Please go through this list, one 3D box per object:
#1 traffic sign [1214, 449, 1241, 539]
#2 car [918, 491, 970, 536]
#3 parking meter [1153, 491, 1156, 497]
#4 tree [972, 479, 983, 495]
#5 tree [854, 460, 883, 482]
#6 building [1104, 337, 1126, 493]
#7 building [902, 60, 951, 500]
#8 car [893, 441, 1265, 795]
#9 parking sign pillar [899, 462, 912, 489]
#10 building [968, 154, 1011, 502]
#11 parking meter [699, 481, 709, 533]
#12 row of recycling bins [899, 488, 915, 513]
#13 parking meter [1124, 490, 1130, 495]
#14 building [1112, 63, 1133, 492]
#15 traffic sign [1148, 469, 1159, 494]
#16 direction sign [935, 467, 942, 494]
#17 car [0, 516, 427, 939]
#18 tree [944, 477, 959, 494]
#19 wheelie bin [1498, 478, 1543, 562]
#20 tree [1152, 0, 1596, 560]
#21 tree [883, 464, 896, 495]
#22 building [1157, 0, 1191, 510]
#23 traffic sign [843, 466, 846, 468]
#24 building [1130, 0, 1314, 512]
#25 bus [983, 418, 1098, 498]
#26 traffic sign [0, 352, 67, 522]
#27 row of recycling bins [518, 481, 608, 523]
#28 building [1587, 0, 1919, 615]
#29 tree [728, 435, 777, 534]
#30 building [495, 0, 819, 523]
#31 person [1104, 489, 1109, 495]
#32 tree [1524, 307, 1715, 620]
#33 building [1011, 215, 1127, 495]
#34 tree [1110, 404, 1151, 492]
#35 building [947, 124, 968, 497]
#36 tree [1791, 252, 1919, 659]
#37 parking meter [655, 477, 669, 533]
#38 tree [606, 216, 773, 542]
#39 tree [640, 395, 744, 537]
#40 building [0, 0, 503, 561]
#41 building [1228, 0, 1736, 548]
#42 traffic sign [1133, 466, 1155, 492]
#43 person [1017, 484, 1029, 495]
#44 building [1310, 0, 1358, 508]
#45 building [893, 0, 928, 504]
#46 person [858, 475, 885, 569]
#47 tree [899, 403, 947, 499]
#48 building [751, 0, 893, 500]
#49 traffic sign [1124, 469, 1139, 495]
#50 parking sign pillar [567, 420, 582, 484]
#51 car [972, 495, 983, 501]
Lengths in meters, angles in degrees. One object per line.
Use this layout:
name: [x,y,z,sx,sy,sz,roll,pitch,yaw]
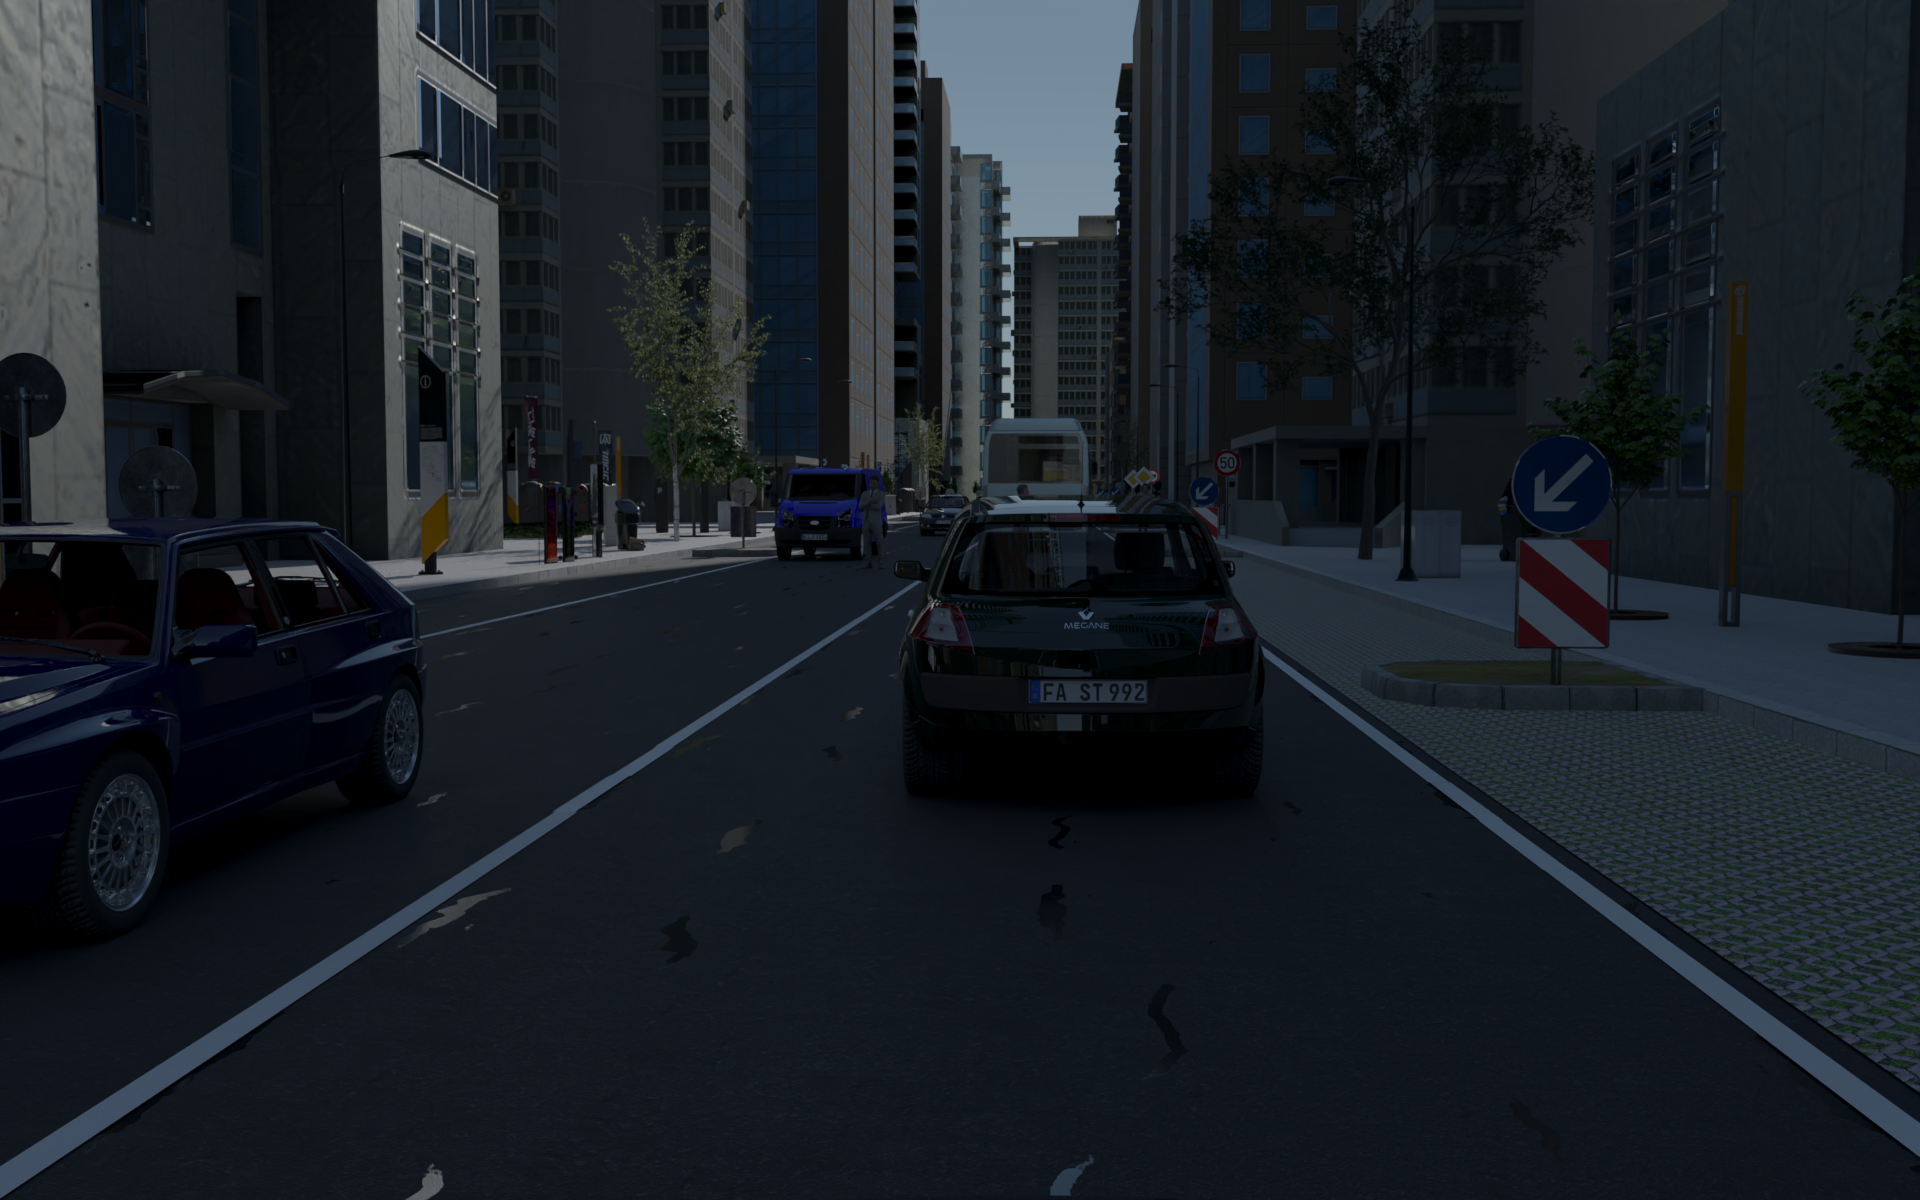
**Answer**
traffic sign: [7.618,-3.018,49.447,0.768,2.556,0.104,0,4,5]
car: [-0.420,-3.114,60.700,2.009,1.686,4.222,0,4,4]
parking meter: [10.923,-5.495,98.256,0.372,1.533,0.369,0,3,0]
tree: [2.000,-13.623,217.329,1.663,3.219,1.824,0,3,0]
tree: [-5.788,-6.385,98.990,1.663,3.219,1.824,0,3,0]
building: [31.324,-21.993,204.623,27.650,21.520,28.899,0,4,3]
building: [-8.306,-32.635,183.693,14.600,45.320,14.200,0,4,3]
car: [0.602,0.008,9.660,2.009,1.686,4.222,0,4,1]
parking sign pillar: [-4.558,-9.518,144.083,1.447,3.967,1.447,2,4,34]
building: [-8.107,-38.051,241.740,30.456,49.044,23.786,0,4,3]
parking meter: [-8.473,-3.160,57.380,0.255,1.863,0.399,-1,4,-19]
row of recycling bins: [-3.824,-7.027,122.007,1.069,1.692,3.534,0,4,7]
parking meter: [11.421,-6.739,118.588,0.372,1.533,0.369,0,3,0]
building: [26.744,-31.820,174.881,22.147,44.769,28.867,0,4,3]
traffic sign: [9.619,-5.309,86.908,0.768,2.556,0.104,0,4,7]
direction sign: [-1.819,-9.398,145.654,0.379,3.537,0.876,-3,5,-40]
car: [-3.506,0.352,6.831,1.945,1.354,3.894,0,4,2]
tree: [-0.657,-11.044,175.176,1.663,3.219,1.824,0,3,0]
wheelie bin: [10.753,-1.534,32.993,0.980,1.594,0.693,-1,4,-19]
tree: [7.886,-6.048,33.290,8.767,10.594,7.601,0,4,6]
tree: [-4.731,-7.075,110.282,1.663,3.219,1.824,0,3,0]
building: [21.986,-34.063,98.921,21.231,58.520,28.212,0,4,3]
traffic sign: [-4.186,-3.615,62.755,0.795,2.450,0.064,0,4,3]
building: [22.384,-30.752,152.900,14.600,45.320,14.200,0,4,3]
bus: [2.370,-3.287,48.607,2.948,3.499,13.247,0,4,5]
traffic sign: [-8.415,-0.948,15.605,0.768,2.556,0.104,0,4,5]
row of recycling bins: [-13.045,-3.059,57.136,1.069,1.692,3.534,3,4,39]
building: [20.739,-42.658,10.129,22.319,86.520,31.000,0,4,3]
tree: [-7.002,-3.759,56.056,1.663,3.219,1.824,0,3,0]
building: [-23.178,-23.939,83.282,32.217,40.220,23.993,0,4,3]
person: [9.562,-6.258,111.168,0.716,1.782,0.532,1,4,16]
tree: [6.868,-1.438,18.119,1.663,3.219,1.824,0,3,0]
building: [19.278,-33.786,244.289,23.993,40.220,32.217,0,4,3]
tree: [13.993,-11.586,139.786,4.360,8.622,3.978,0,3,0]
building: [-15.163,-36.103,209.888,30.456,49.044,23.786,0,4,3]
tree: [7.681,-1.173,13.778,1.663,3.219,1.824,0,3,0]
parking meter: [-9.869,-3.154,57.285,0.399,1.863,0.255,1,4,21]
tree: [-7.450,-5.876,46.431,4.360,8.622,3.978,0,3,0]
tree: [-7.977,-4.182,52.092,4.285,4.588,4.351,0,3,0]
building: [-20.614,-43.431,22.762,22.319,86.520,31.000,0,4,3]
building: [24.364,-21.742,47.370,32.217,40.220,23.993,0,4,3]
traffic sign: [6.591,-3.579,62.160,0.795,2.450,0.064,0,4,3]
person: [1.069,-1.189,29.751,0.330,1.601,0.589,2,4,27]
building: [21.534,-29.262,128.542,14.600,45.320,14.200,0,4,3]
building: [-13.747,-51.833,160.135,22.319,86.520,31.000,0,4,3]
person: [-1.693,-1.503,33.259,0.511,1.800,0.466,0,4,7]
tree: [-2.795,-11.428,137.215,4.360,8.622,3.978,0,3,0]
building: [-12.600,-29.503,132.488,14.600,45.320,14.200,0,4,3]
traffic sign: [7.018,-4.067,70.134,0.795,2.450,0.064,0,4,3]
parking sign pillar: [-14.112,-4.579,63.343,1.447,3.967,1.447,-1,4,-17]
car: [1.905,-6.792,123.044,2.014,1.417,4.499,0,4,4]
